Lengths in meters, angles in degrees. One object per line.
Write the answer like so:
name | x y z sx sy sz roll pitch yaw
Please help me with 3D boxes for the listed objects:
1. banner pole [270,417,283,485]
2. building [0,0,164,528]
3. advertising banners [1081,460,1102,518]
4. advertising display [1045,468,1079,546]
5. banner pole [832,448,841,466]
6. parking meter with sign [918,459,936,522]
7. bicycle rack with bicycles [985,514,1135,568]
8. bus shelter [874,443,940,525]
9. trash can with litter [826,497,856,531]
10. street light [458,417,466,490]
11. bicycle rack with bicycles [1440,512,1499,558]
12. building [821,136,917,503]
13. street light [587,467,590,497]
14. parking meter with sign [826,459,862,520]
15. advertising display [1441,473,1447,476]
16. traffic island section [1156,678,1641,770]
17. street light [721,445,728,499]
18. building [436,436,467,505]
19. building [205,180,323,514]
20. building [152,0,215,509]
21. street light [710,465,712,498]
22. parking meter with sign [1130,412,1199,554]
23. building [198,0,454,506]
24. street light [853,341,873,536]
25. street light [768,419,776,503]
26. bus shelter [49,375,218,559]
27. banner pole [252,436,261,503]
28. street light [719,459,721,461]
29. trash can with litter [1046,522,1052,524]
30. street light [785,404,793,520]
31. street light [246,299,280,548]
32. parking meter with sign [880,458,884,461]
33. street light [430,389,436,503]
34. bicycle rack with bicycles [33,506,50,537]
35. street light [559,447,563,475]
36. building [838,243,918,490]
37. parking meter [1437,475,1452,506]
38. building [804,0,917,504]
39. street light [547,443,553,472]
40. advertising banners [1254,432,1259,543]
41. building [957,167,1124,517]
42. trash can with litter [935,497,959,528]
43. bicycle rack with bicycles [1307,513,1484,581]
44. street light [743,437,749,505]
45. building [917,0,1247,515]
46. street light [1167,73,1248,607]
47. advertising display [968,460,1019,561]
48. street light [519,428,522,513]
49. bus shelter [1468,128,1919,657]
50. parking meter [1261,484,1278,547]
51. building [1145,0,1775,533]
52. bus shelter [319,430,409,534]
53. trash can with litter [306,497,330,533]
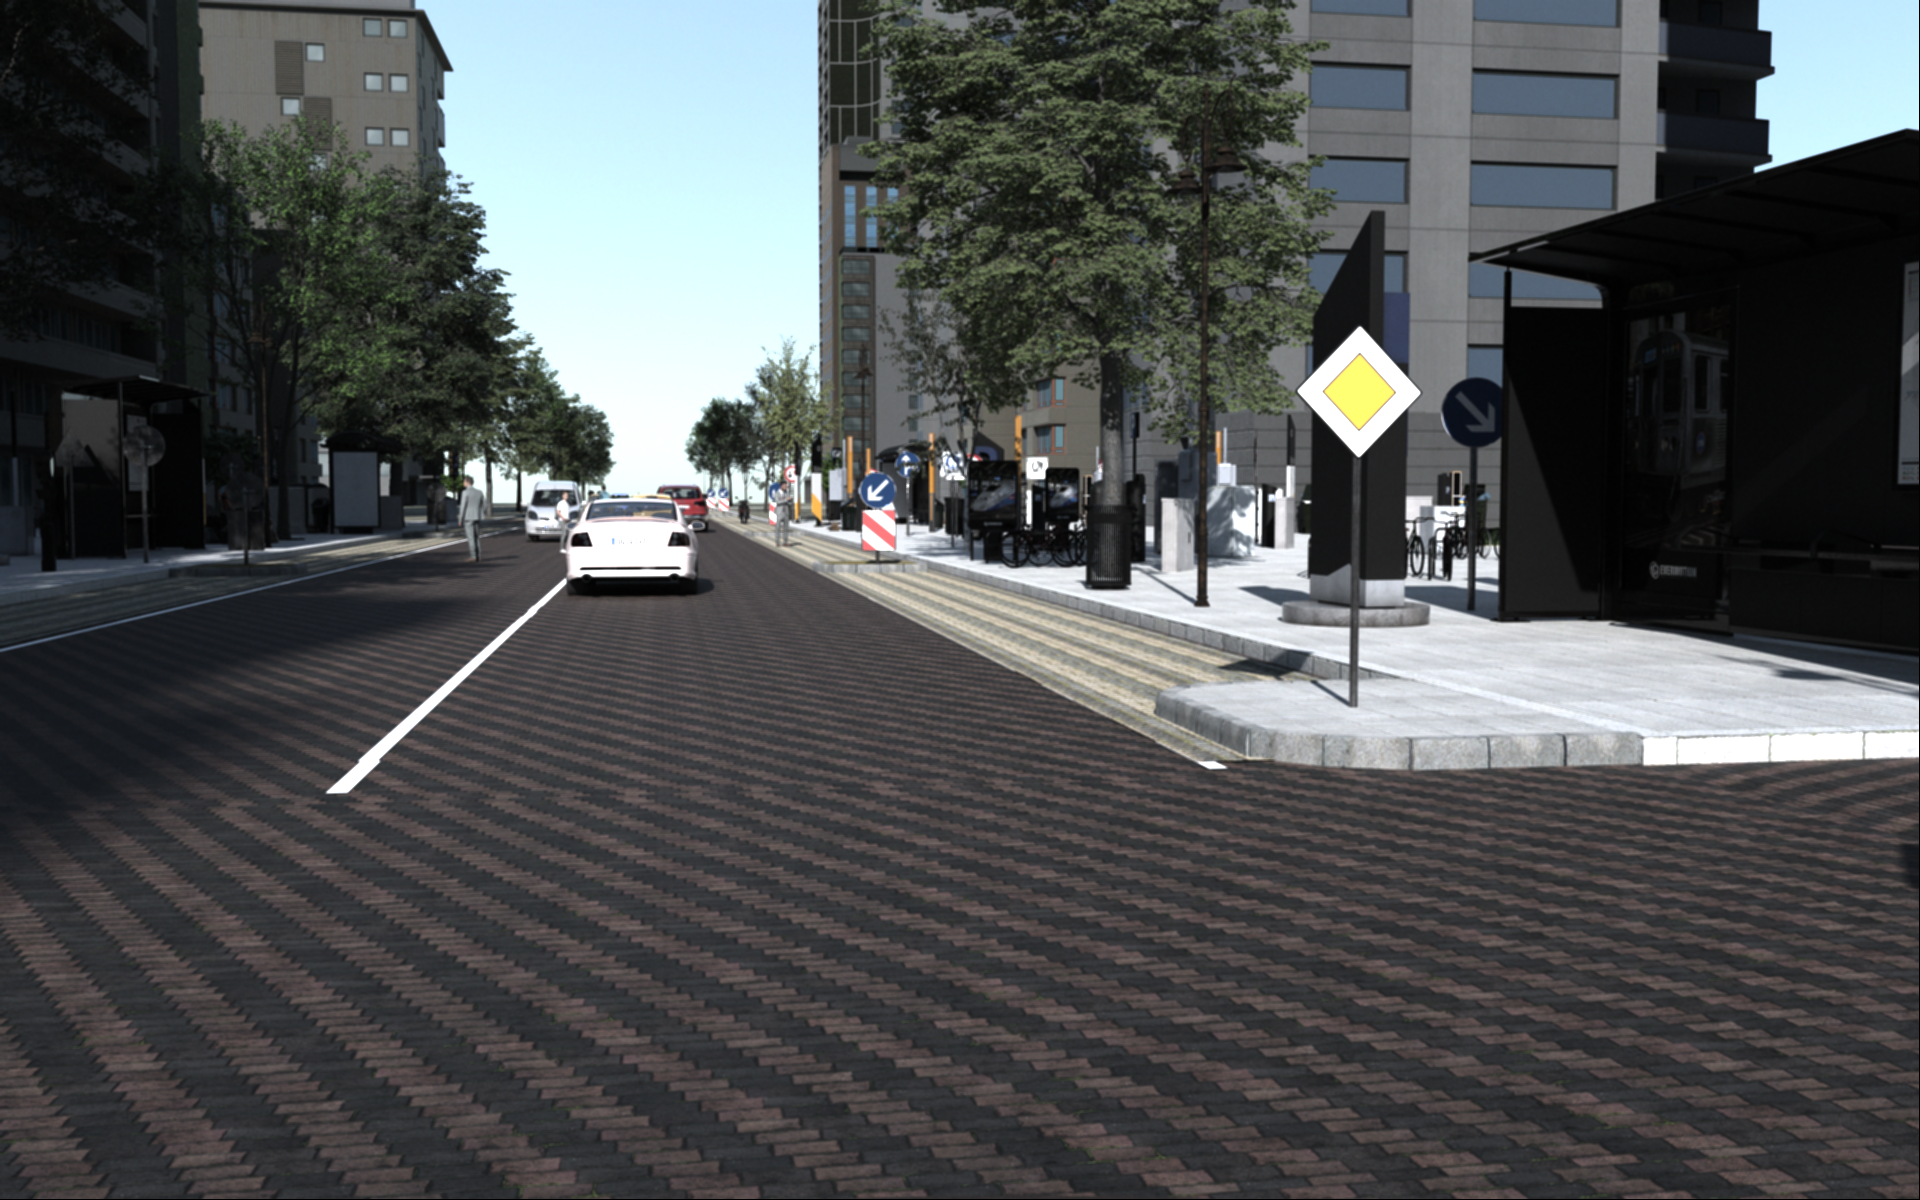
banner pole | -21.997 -4.027 55.863 0.401 3.779 0.863 1 4 12
building | -45.011 -27.030 65.650 21.300 48.544 21.600 -1 4 -10
advertising banners | 6.326 -5.562 87.123 2.074 3.025 0.090 1 4 12
advertising display | 2.506 -2.281 42.515 0.974 1.923 0.123 -2 4 -34
banner pole | -5.695 -5.648 82.355 0.863 3.779 0.401 1 4 17
parking meter with sign | -1.555 -5.074 79.226 0.543 3.016 1.738 1 4 11
bicycle rack with bicycles | 1.778 -1.093 31.257 2.925 0.926 2.852 -1 4 -15
bus shelter | -2.197 -4.739 71.407 2.014 3.302 5.546 -1 4 -10
trash can with litter | -4.090 -2.998 60.397 1.055 1.170 0.624 -2 4 -23
street light | -24.090 -6.802 84.007 0.468 5.910 1.993 -1 4 -10
bicycle rack with bicycles | 10.410 -1.266 34.083 2.925 0.926 2.852 -3 5 -42
building | -9.816 -34.713 217.664 14.600 45.320 14.200 -1 4 -10
street light | -49.400 -15.770 230.631 0.468 5.910 1.993 -1 4 -10
parking meter with sign | -5.735 -5.456 85.468 1.738 3.016 0.543 0 4 1
advertising display | 14.968 -2.961 53.632 0.123 1.923 0.974 1 4 12
traffic island section | 2.389 0.724 10.451 2.009 0.180 2.903 -1 4 -10
street light | -21.489 -11.439 159.815 0.468 5.910 1.993 -1 4 -10
building | -77.141 -31.790 211.646 32.217 40.220 23.993 -1 4 -10
building | -56.344 -15.942 105.692 27.650 21.520 28.899 -1 4 -10
building | -46.278 -24.554 85.057 14.154 41.232 14.086 -1 4 -10
street light | -30.078 -14.469 209.352 0.468 5.910 1.993 -1 4 -10
parking meter with sign | 4.538 -2.492 37.002 1.738 3.016 0.543 0 4 -6
building | -70.295 -36.522 186.368 28.713 52.752 27.495 -1 4 -10
street light | -2.916 -4.859 52.234 0.468 5.910 1.993 -1 4 -10
street light | -10.198 -7.453 94.643 0.468 5.910 1.993 -1 4 -10
bus shelter | -17.550 -2.804 37.133 1.731 3.624 6.357 -1 4 -10
banner pole | -30.574 -5.221 75.374 0.863 3.779 0.401 3 5 41
street light | -24.384 -12.507 177.278 0.468 5.910 1.993 -1 4 -10
trash can with litter | 3.868 -3.798 73.487 0.624 1.170 1.055 -1 4 -14
street light | -8.279 -6.816 84.233 0.468 5.910 1.993 -1 4 -10
street light | -16.536 -4.186 41.221 0.468 5.910 1.993 -1 4 -10
parking meter with sign | -3.425 -5.225 81.682 0.543 3.016 1.738 -1 4 -9
street light | -22.216 -6.139 73.166 0.468 5.910 1.993 -1 4 -10
bicycle rack with bicycles | -27.782 -2.262 50.361 2.852 0.926 2.925 -2 4 -25
street light | -38.171 -11.795 165.641 0.468 5.910 1.993 -1 4 -10
building | -7.499 -26.437 203.950 14.160 30.474 14.107 -1 4 -10
parking meter | 14.579 -2.839 52.134 0.399 1.863 0.255 -3 5 -39
building | -10.196 -48.697 234.440 20.563 71.187 20.611 -1 4 -10
street light | -35.498 -10.835 149.934 0.468 5.910 1.993 -1 4 -10
advertising banners | 7.838 -3.034 45.786 0.090 3.025 2.074 0 4 8
building | 15.894 -16.090 108.112 27.650 21.520 28.899 -1 4 -10
trash can with litter | -0.612 -3.278 64.986 1.055 1.170 0.624 0 4 2
bicycle rack with bicycles | 6.577 -0.830 26.954 2.852 0.926 2.925 1 4 18
street light | -15.773 -9.459 127.449 0.468 5.910 1.993 -1 4 -10
building | 7.207 -36.246 134.621 21.231 58.520 28.212 -1 4 -10
street light | 2.766 -2.864 19.610 0.468 5.910 1.993 -1 4 -10
advertising display | 0.642 -1.716 33.277 0.974 1.923 0.123 1 4 16
street light | -29.795 -8.843 117.370 0.468 5.910 1.993 -1 4 -10
bus shelter | 6.403 -1.413 14.386 1.731 3.624 6.357 -1 4 -10
parking meter | 7.479 -2.046 41.863 0.372 1.533 0.369 0 3 0
building | 17.507 -32.310 70.262 21.231 58.520 28.212 -1 4 -10
bus shelter | -19.749 -3.899 57.680 2.014 3.302 5.546 -1 4 -10
trash can with litter | -21.082 -2.788 56.973 0.624 1.170 1.055 0 4 4
